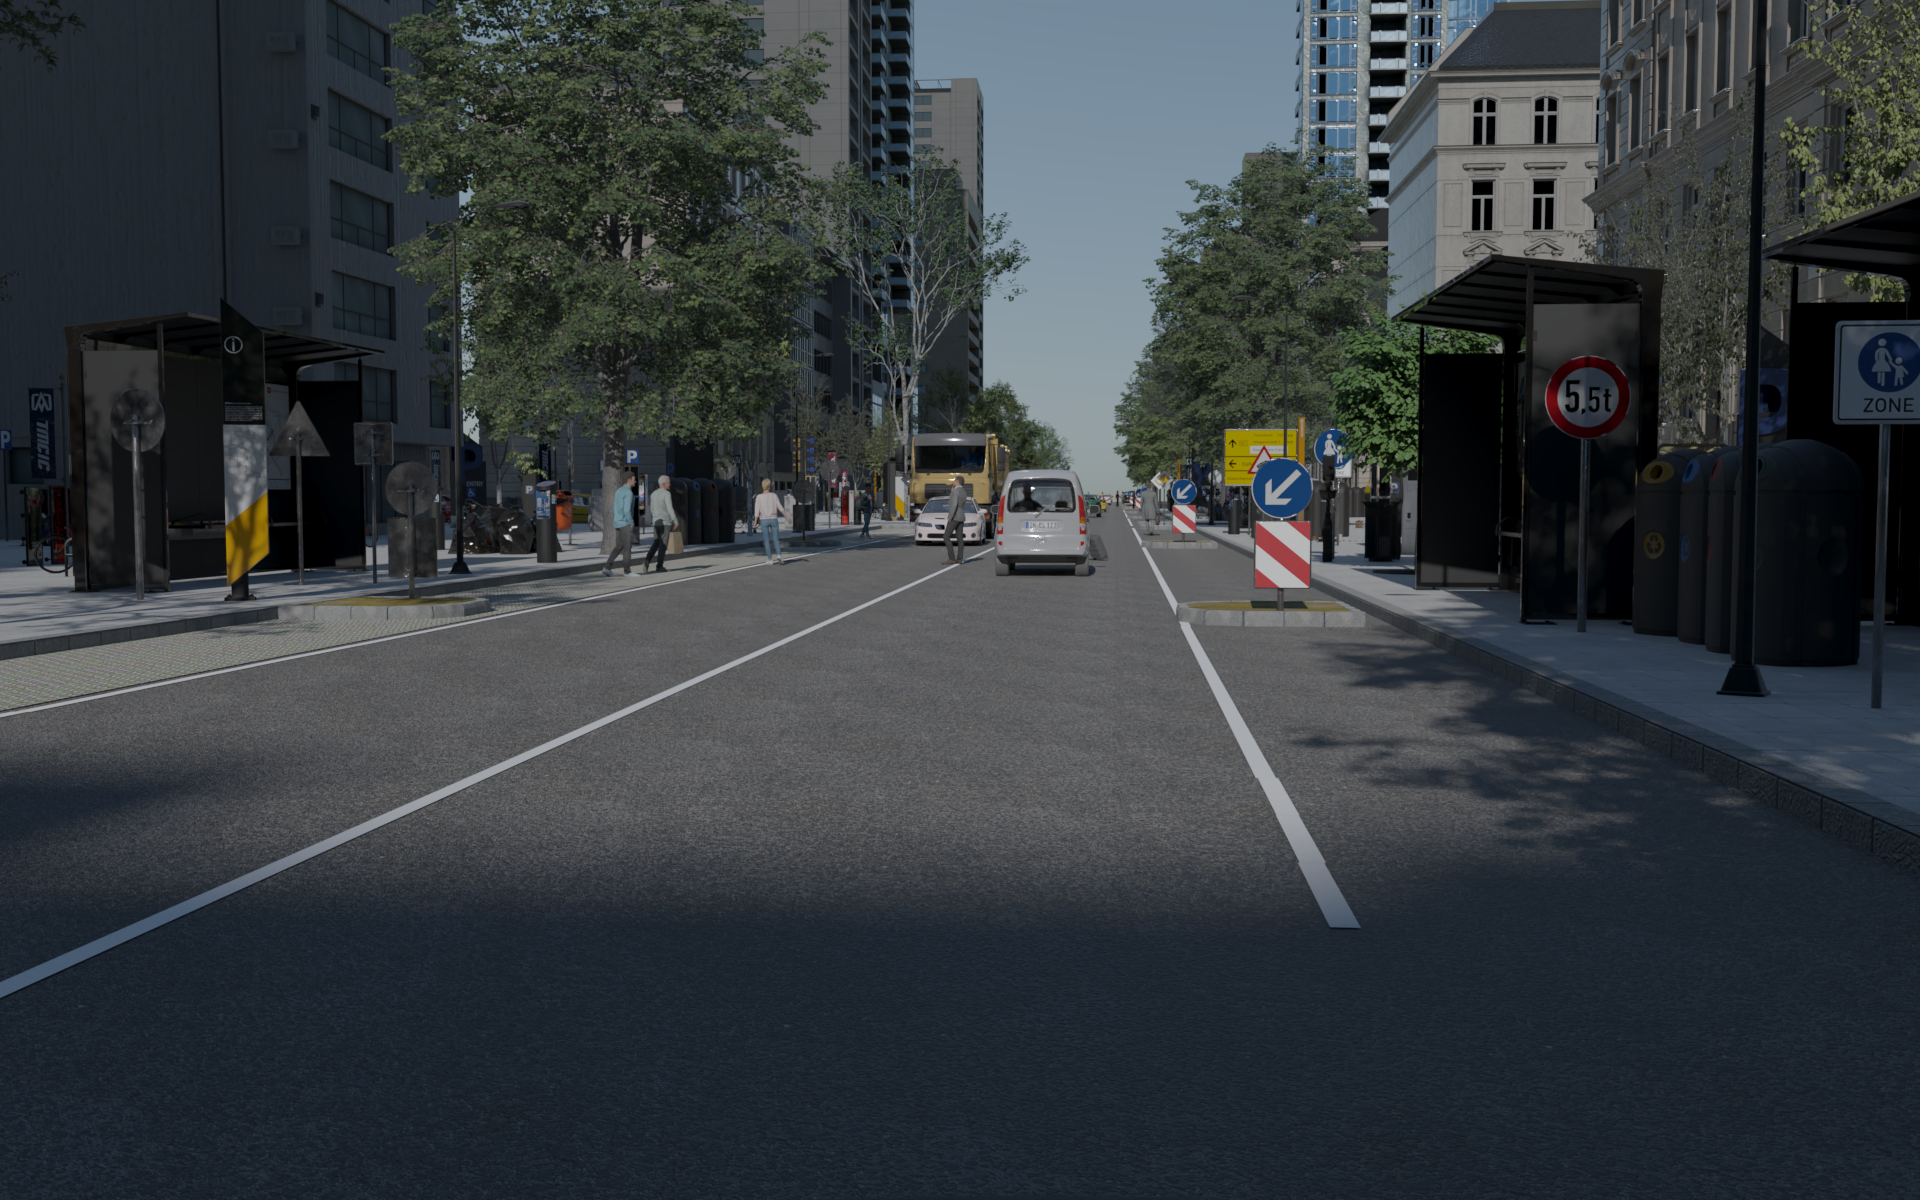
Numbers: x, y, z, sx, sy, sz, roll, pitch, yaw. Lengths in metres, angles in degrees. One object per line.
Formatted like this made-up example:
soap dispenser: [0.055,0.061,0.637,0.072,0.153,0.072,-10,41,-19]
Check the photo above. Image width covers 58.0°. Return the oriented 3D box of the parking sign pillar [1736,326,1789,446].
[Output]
parking sign pillar: [12.640,-2.337,26.679,1.447,3.967,1.447,-2,4,-26]

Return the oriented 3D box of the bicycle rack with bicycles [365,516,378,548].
bicycle rack with bicycles: [-15.665,-1.709,41.323,2.925,0.926,2.852,3,5,41]

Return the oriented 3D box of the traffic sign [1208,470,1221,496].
traffic sign: [13.747,-5.704,93.359,0.768,2.556,0.104,1,4,14]

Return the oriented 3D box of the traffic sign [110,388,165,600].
traffic sign: [-9.943,-1.274,20.930,0.768,2.556,0.104,1,4,14]

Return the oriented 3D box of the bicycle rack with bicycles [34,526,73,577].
bicycle rack with bicycles: [-13.404,-0.895,28.015,2.925,0.926,2.852,-1,4,-12]

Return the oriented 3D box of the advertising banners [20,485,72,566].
advertising banners: [-16.462,-2.162,31.538,0.090,3.025,2.074,0,4,4]

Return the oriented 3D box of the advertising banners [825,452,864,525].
advertising banners: [-4.730,-4.606,71.490,2.074,3.025,0.090,3,5,43]

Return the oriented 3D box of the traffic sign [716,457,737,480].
traffic sign: [-8.100,-3.656,59.878,0.768,2.556,0.104,1,4,9]

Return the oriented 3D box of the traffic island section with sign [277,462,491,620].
traffic island section with sign: [-6.707,-0.729,20.554,1.989,1.847,2.006,0,4,5]

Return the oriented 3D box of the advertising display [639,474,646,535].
advertising display: [-10.445,-3.038,54.882,0.974,1.923,0.123,0,4,4]

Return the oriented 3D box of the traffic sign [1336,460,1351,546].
traffic sign: [9.363,-2.492,42.868,0.606,2.300,0.079,1,4,14]

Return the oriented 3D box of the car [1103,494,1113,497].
car: [25.577,-17.861,301.067,2.155,1.783,4.494,0,4,5]

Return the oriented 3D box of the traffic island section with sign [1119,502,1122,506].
traffic island section with sign: [17.710,-10.405,178.747,1.989,1.847,2.006,0,4,5]

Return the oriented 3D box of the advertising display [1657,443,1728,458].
advertising display: [9.303,-1.032,22.085,0.974,1.923,0.123,0,4,-5]

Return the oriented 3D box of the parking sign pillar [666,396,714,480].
parking sign pillar: [-7.349,-3.588,47.130,1.447,3.967,1.447,-3,5,-44]

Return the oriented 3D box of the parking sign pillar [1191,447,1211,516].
parking sign pillar: [14.012,-6.849,100.451,1.447,3.967,1.447,-3,4,-38]

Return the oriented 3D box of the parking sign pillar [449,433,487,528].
parking sign pillar: [-18.754,-4.745,66.049,1.447,3.967,1.447,-3,5,-43]

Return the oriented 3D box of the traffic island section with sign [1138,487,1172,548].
traffic island section with sign: [5.878,-2.318,46.527,1.989,1.847,2.006,0,4,5]

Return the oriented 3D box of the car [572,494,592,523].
car: [-16.679,-4.116,77.512,3.980,1.641,2.015,0,4,7]

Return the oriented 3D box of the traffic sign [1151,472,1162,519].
traffic sign: [9.088,-4.608,78.984,0.795,2.450,0.064,0,4,5]

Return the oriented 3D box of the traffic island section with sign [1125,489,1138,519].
traffic island section with sign: [10.747,-5.645,100.926,1.989,1.847,2.006,0,4,5]

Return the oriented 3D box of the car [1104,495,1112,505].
car: [18.582,-12.936,223.859,2.083,1.381,4.827,0,4,3]

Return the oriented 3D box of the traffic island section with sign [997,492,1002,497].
traffic island section with sign: [3.048,-7.393,129.495,1.989,1.847,2.006,0,4,5]

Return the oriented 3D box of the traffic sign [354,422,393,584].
traffic sign: [-8.364,-1.381,24.704,0.606,2.300,0.079,1,4,14]

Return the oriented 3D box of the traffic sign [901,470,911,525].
traffic sign: [-2.075,-4.180,71.983,0.795,2.450,0.064,0,4,5]

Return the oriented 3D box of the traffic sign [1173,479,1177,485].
traffic sign: [18.662,-9.106,148.981,0.768,2.556,0.104,1,4,14]

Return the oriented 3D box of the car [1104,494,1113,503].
car: [24.810,-17.211,291.618,2.015,1.641,3.980,0,4,6]

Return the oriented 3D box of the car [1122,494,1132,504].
car: [23.511,-14.165,241.388,2.009,1.686,4.222,0,4,5]

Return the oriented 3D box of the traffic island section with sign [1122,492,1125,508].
traffic island section with sign: [13.157,-7.289,127.797,1.989,1.847,2.006,0,4,5]

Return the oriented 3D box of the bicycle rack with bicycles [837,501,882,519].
bicycle rack with bicycles: [-5.020,-4.678,89.862,2.925,0.926,2.852,-2,4,-25]

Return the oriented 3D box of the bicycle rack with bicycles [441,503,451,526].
bicycle rack with bicycles: [-21.719,-3.462,69.994,2.852,0.926,2.925,1,4,16]

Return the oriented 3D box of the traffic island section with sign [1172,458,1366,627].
traffic island section with sign: [3.477,-0.676,19.679,1.989,1.847,2.006,0,4,5]

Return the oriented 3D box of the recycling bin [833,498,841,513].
recycling bin: [-7.978,-6.254,114.813,0.722,1.027,0.722,-1,4,-18]

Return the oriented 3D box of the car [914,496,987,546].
car: [-0.242,-2.265,49.392,2.083,1.381,4.827,0,4,3]

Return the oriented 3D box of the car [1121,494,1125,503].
car: [26.593,-16.283,276.014,2.009,1.686,4.222,0,4,6]

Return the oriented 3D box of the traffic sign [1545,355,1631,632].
traffic sign: [5.775,-0.973,16.013,0.768,2.556,0.104,0,4,6]

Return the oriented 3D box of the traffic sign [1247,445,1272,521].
traffic sign: [8.094,-2.824,46.181,0.884,2.594,0.081,0,4,7]

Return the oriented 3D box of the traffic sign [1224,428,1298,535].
traffic sign: [9.351,-3.673,53.931,2.265,3.308,0.079,0,4,7]

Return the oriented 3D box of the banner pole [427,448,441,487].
banner pole: [-26.276,-5.892,86.355,0.863,3.779,0.401,0,4,4]

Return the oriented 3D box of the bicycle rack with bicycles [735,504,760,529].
bicycle rack with bicycles: [-8.575,-3.149,64.869,2.925,0.926,2.852,2,4,30]

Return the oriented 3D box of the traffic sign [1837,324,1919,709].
traffic sign: [5.487,-0.500,10.302,0.606,2.300,0.079,0,4,7]

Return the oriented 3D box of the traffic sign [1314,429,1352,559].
traffic sign: [7.333,-2.073,34.006,0.768,2.556,0.104,1,4,9]

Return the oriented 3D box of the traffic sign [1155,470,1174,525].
traffic sign: [8.376,-4.122,71.031,0.795,2.450,0.064,0,4,5]

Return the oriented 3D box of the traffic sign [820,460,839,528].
traffic sign: [-4.918,-3.983,65.220,0.768,2.556,0.104,1,4,12]

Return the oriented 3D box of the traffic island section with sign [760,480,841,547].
traffic island section with sign: [-4.305,-2.372,47.403,1.989,1.847,2.006,0,4,5]

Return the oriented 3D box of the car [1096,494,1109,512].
car: [10.775,-7.769,137.240,2.015,1.641,3.980,0,4,5]

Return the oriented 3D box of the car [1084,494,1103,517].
car: [7.833,-5.850,107.437,2.131,1.459,4.920,0,4,3]

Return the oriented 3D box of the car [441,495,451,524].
car: [-24.772,-4.195,77.635,4.494,1.783,2.155,0,4,6]

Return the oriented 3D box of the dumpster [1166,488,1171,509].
dumpster: [18.062,-8.590,146.204,1.264,1.857,1.865,0,4,5]

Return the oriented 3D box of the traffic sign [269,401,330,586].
traffic sign: [-9.238,-1.481,24.214,0.884,2.594,0.081,0,4,6]
